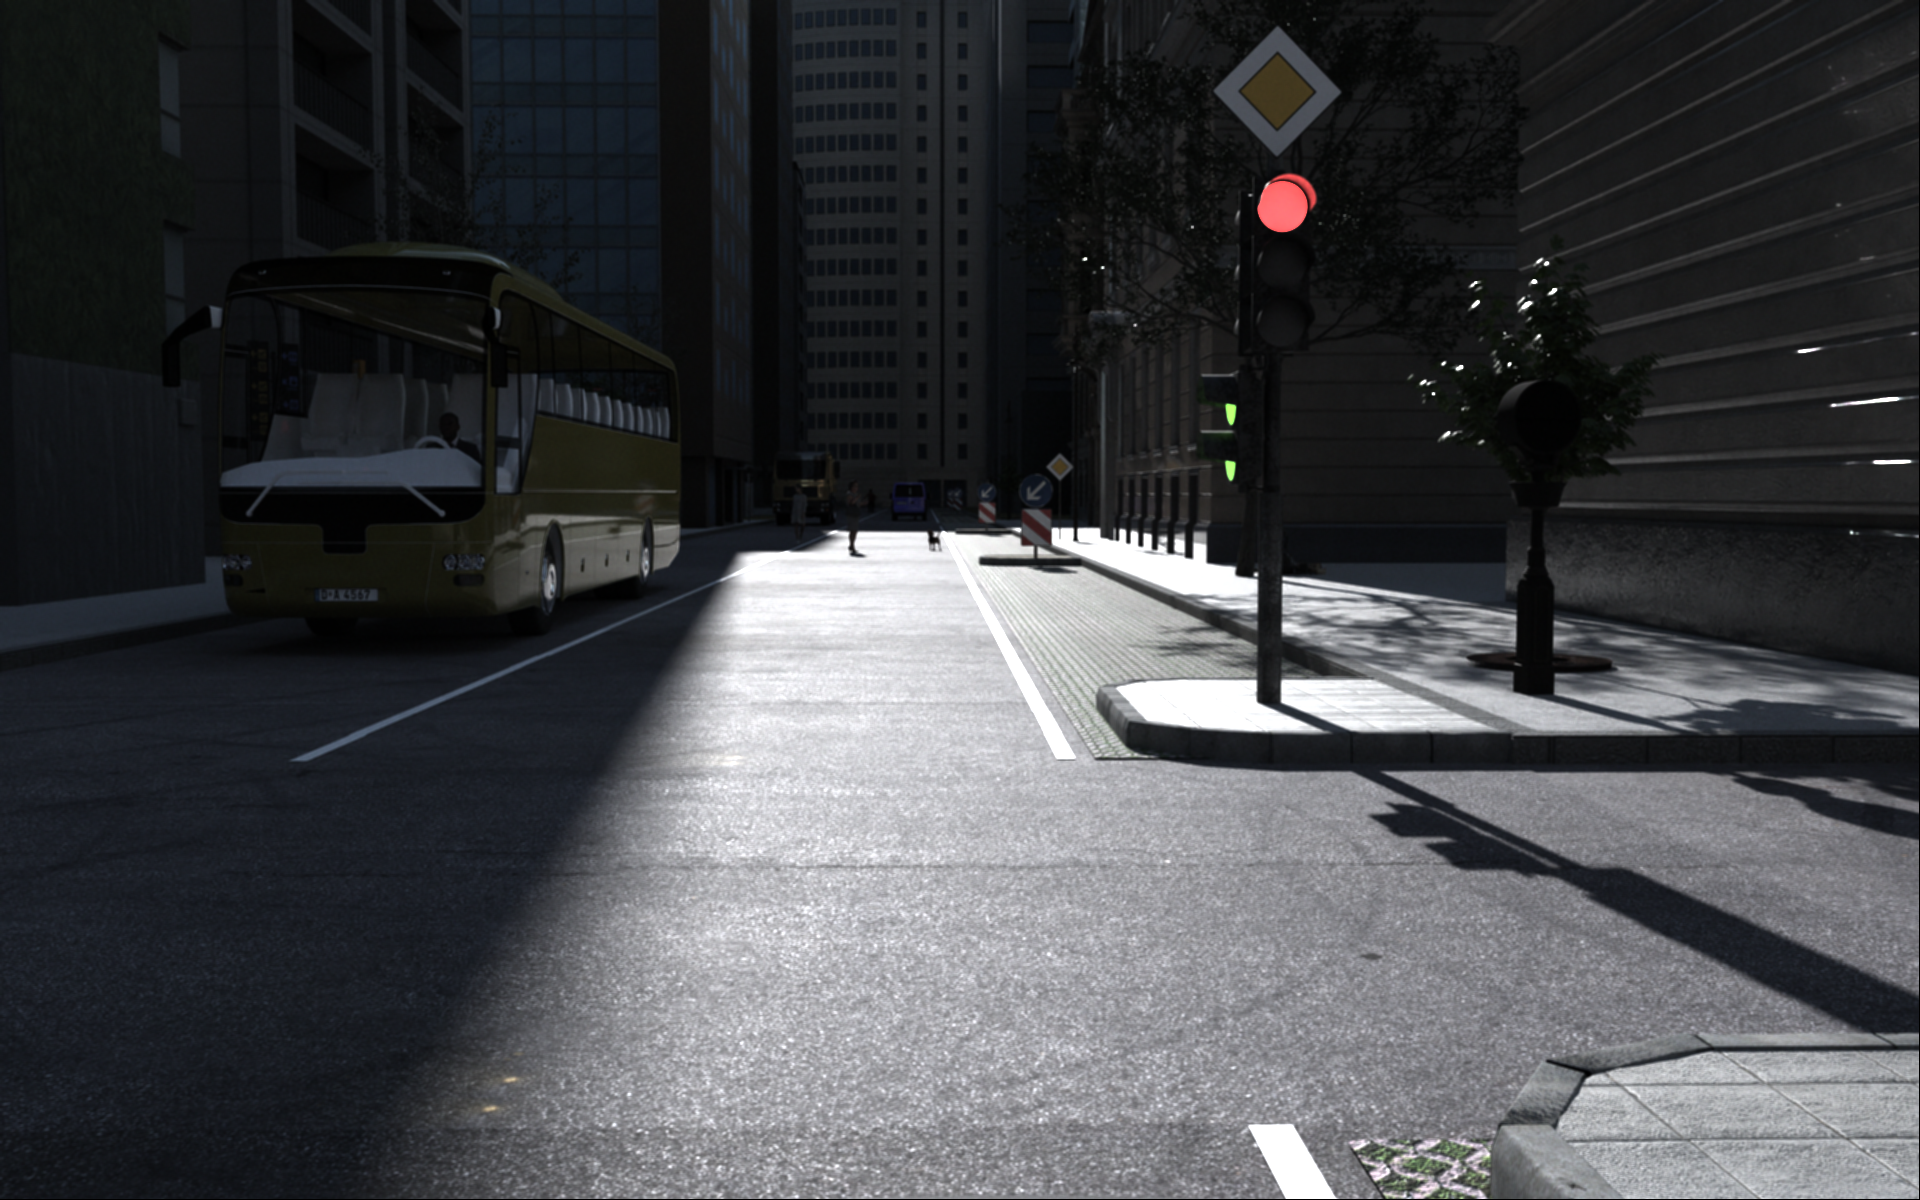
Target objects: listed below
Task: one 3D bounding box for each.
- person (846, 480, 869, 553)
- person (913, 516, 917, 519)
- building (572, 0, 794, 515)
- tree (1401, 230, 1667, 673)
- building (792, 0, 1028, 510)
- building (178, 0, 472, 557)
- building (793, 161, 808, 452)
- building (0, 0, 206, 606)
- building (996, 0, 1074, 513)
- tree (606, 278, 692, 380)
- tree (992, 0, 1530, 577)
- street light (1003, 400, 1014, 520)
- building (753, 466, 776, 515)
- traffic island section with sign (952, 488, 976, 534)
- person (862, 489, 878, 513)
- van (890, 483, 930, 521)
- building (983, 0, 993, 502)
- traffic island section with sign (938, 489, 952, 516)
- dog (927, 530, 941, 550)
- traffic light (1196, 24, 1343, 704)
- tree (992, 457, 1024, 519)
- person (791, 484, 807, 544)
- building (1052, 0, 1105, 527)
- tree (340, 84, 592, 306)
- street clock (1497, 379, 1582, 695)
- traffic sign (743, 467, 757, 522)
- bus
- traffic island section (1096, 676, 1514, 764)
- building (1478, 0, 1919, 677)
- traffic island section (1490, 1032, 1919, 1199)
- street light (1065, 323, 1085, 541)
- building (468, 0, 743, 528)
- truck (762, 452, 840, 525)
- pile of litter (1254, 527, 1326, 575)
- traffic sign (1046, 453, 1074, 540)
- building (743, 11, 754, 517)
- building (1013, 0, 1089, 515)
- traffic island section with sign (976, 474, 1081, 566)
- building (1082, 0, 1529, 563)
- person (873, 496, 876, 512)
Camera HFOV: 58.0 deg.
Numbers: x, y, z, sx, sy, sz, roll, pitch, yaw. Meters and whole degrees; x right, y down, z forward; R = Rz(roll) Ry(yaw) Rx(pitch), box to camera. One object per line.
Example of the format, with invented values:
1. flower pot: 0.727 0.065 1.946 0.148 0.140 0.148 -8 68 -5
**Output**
1. person: -2.563 -2.057 42.495 0.532 1.782 0.716 1 4 16
2. person: -2.632 -5.252 97.608 0.697 1.427 0.421 1 4 20
3. building: -19.953 -29.341 129.835 14.600 45.320 14.200 0 4 -1
4. tree: 4.400 -1.109 12.742 1.663 3.219 1.824 0 3 0
5. building: -7.950 -38.991 179.501 28.212 58.520 21.231 0 4 -1
6. building: -21.952 -37.018 43.491 20.563 71.187 20.611 0 4 -1
7. building: -20.654 -23.316 152.914 14.107 30.474 14.160 0 4 -1
8. building: -17.736 -20.374 16.708 14.154 41.232 14.086 0 4 -1
9. building: 12.974 -36.050 131.412 21.231 58.520 28.212 0 4 -1
10. tree: -11.084 -6.628 58.733 4.360 8.622 3.978 0 3 0
11. tree: 4.564 -5.626 26.402 8.767 10.594 7.601 -2 4 -23
12. street light: 2.395 -6.864 85.018 0.468 5.910 1.993 0 4 -1
13. building: -27.208 -25.618 110.743 32.217 40.220 23.993 0 4 -1
14. traffic island section with sign: 0.830 -3.277 62.200 1.989 1.847 2.006 0 4 -1
15. person: -6.831 -7.554 131.950 1.348 1.831 0.705 -2 4 -28
16. van: -2.735 -5.481 93.994 2.240 2.365 5.245 0 4 -1
17. building: 9.448 -30.782 153.398 14.600 45.320 14.200 0 4 -1
18. traffic island section with sign: -0.275 -6.391 113.119 1.989 1.847 2.006 0 4 -1
19. dog: -0.669 -1.526 44.242 0.540 0.507 0.406 2 4 26
20. traffic light: 1.882 -1.322 10.543 0.839 4.253 0.868 0 4 -1
21. tree: 2.445 -5.739 88.431 1.663 3.219 1.824 0 3 0
22. person: -4.674 -2.501 50.134 0.466 1.731 0.760 -1 4 -10
23. building: 11.010 -15.260 68.578 14.460 24.649 34.723 0 4 -1
24. tree: -9.166 -5.005 32.188 4.360 8.622 3.978 0 3 0
25. street clock: 3.695 -0.399 11.096 0.471 2.002 0.358 -1 4 -10
26. traffic sign: -9.850 -4.939 80.855 0.768 2.556 0.104 1 4 8
27. bus: -5.451 -1.788 20.779 2.896 3.916 12.252 0 4 -1
28. traffic island section: 1.922 0.711 10.658 2.009 0.180 2.903 0 4 -1
29. building: 15.890 -11.415 15.521 19.941 23.489 11.050 0 4 -1
30. traffic island section: 2.093 1.199 2.675 2.009 0.180 2.903 0 4 -1
31. street light: 3.144 -4.535 46.930 0.468 5.910 1.993 0 4 -1
32. building: -16.160 -25.667 69.768 14.600 45.320 14.200 0 4 -1
33. truck: -7.232 -5.213 81.162 3.469 3.379 9.791 0 4 -2
34. pile of litter: 5.326 -0.871 28.203 1.176 0.858 1.719 0 4 -2
35. traffic sign: 2.790 -2.888 48.396 0.795 2.450 0.064 0 4 4
36. building: -18.803 -19.602 92.201 14.160 30.474 14.107 0 4 -1
37. building: 15.107 -48.208 100.865 22.319 86.520 31.000 0 4 -1
38. traffic island section with sign: 1.393 -1.628 35.251 1.989 1.847 2.006 0 4 -1
39. building: 10.579 -15.606 41.070 13.634 28.700 20.117 0 4 -1
40. person: -7.089 -7.905 141.009 0.557 1.426 1.065 2 4 34
